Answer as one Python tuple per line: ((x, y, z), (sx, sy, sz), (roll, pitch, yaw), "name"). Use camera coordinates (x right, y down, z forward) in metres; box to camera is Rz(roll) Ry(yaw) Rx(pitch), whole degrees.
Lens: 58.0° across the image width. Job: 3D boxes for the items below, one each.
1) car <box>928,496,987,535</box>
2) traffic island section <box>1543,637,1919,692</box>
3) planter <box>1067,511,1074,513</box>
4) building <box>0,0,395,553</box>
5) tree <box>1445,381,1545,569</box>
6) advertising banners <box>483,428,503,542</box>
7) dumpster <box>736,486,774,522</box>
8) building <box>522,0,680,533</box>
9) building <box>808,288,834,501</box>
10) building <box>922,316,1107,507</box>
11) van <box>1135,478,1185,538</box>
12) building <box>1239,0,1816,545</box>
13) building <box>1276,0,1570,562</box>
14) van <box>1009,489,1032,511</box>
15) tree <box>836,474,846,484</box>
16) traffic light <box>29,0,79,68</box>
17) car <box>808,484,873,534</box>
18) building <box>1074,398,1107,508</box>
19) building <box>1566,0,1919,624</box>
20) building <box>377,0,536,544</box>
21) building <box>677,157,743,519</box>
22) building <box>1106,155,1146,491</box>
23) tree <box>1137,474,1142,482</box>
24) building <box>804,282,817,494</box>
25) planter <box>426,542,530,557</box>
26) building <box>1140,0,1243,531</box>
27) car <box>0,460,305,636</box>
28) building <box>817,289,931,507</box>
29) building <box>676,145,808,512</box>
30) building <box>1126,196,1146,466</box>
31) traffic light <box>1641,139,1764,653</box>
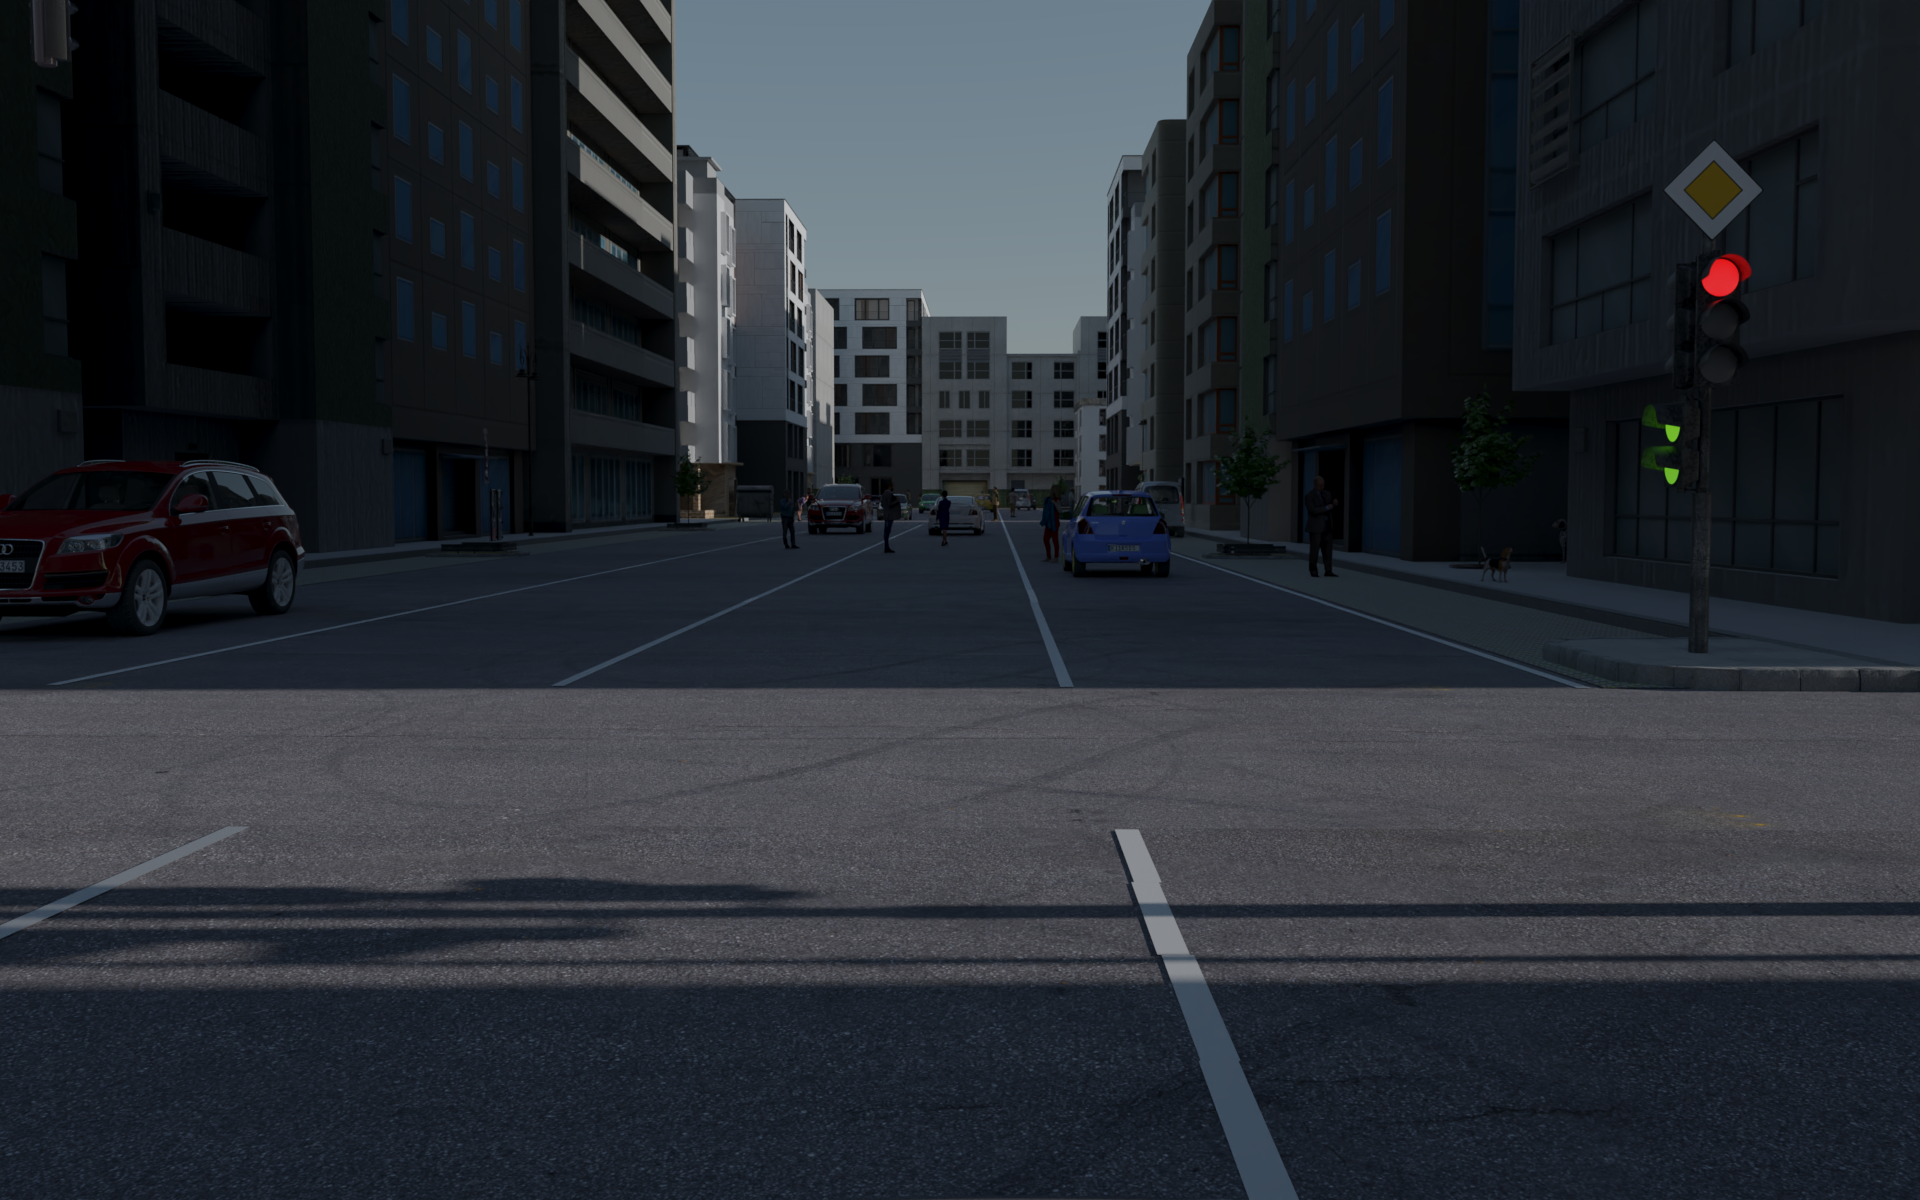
((-0.101, -3.004, 61.478), (2.083, 1.381, 4.827), (0, 4, 3), "car")
((5.995, 0.505, 14.017), (2.009, 0.180, 2.903), (0, 4, 1), "traffic island section")
((7.835, -5.791, 115.815), (1.991, 0.319, 1.994), (0, 4, 1), "planter")
((-20.959, -16.085, 34.687), (14.160, 30.474, 14.107), (0, 4, 1), "building")
((8.940, -2.152, 29.790), (1.663, 3.219, 1.824), (0, 3, 0), "tree")
((-12.723, -3.117, 47.153), (0.090, 3.025, 2.074), (0, 4, -2), "advertising banners")
((-10.360, -4.856, 87.614), (1.865, 1.857, 1.264), (0, 4, 2), "dumpster")
((-23.451, -27.070, 66.298), (21.300, 48.544, 21.600), (0, 4, 1), "building")
((-27.962, -17.815, 157.735), (31.486, 18.905, 16.747), (0, 4, 1), "building")
((12.115, -19.216, 180.644), (31.486, 18.905, 16.747), (0, 4, 1), "building")
((6.539, -3.120, 58.023), (2.013, 2.044, 4.112), (0, 4, 1), "van")
((15.440, -22.544, 52.187), (14.154, 41.232, 14.086), (0, 4, 1), "building")
((15.232, -23.721, 37.948), (14.600, 45.320, 14.200), (0, 4, 1), "building")
((5.181, -8.628, 148.084), (2.013, 2.044, 4.112), (0, 4, 2), "van")
((-10.992, -10.426, 165.069), (1.663, 3.219, 1.824), (0, 3, 0), "tree")
((-9.710, -2.418, 14.206), (4.771, 5.953, 1.251), (0, 4, 1), "traffic light")
((-4.353, -3.354, 63.509), (2.281, 1.827, 5.304), (0, 4, 2), "car")
((15.148, -12.810, 151.586), (9.099, 9.664, 28.070), (0, 4, 1), "building")
((15.330, -20.508, 18.901), (14.086, 41.232, 14.154), (0, 4, 1), "building")
((-20.890, -24.365, 48.481), (14.600, 45.320, 14.200), (0, 4, 1), "building")
((-20.517, -14.618, 95.430), (16.016, 20.091, 11.380), (0, 4, 1), "building")
((24.012, -16.928, 120.754), (27.936, 21.610, 32.646), (0, 4, 1), "building")
((10.377, -5.988, 92.505), (1.663, 3.219, 1.824), (0, 3, 0), "tree")
((-19.941, -17.372, 140.453), (16.016, 20.091, 11.380), (0, 4, 1), "building")
((-11.051, -1.154, 40.015), (1.991, 0.319, 1.994), (0, 4, 1), "planter")
((22.869, -14.031, 74.449), (27.650, 21.520, 28.899), (0, 4, 1), "building")
((-9.128, -0.642, 19.173), (2.281, 1.827, 5.304), (0, 4, 2), "car")
((-19.840, -20.979, 186.979), (32.646, 21.610, 27.936), (0, 4, 1), "building")
((-26.057, -16.768, 118.139), (27.936, 21.610, 32.646), (0, 4, 1), "building")
((17.733, -14.833, 98.938), (16.016, 20.091, 11.380), (0, 4, 1), "building")
((5.955, -1.528, 13.904), (0.839, 4.253, 0.868), (0, 4, 1), "traffic light")
